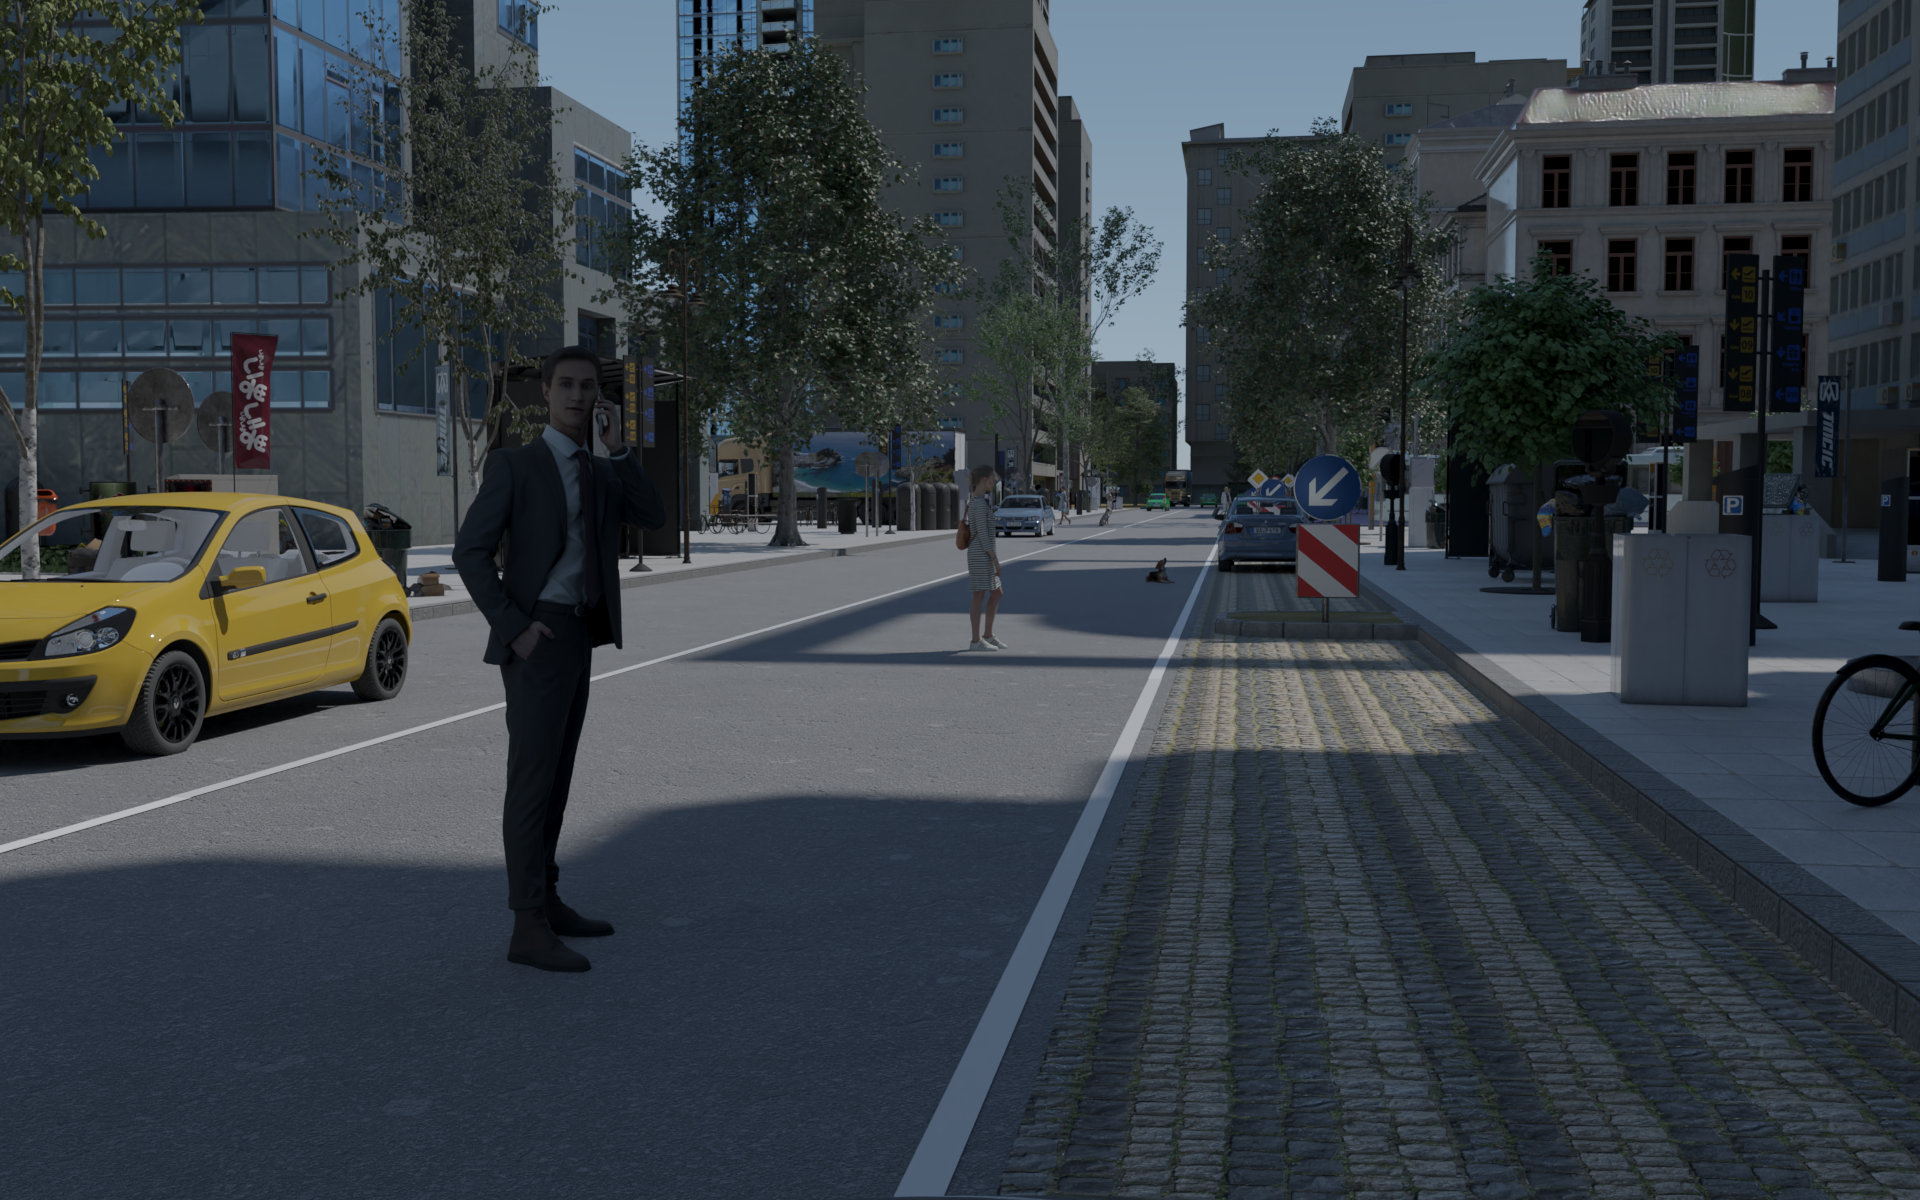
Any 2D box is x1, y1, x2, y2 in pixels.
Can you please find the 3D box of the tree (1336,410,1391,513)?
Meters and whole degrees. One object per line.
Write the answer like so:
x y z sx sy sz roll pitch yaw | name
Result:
26.412 -10.056 114.770 4.737 8.622 4.395 0 3 0 | tree

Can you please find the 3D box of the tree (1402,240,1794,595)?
7.514 -2.381 22.639 4.285 4.588 4.351 0 3 0 | tree

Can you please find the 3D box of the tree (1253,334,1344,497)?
20.275 -10.988 105.414 9.928 11.665 9.643 0 3 0 | tree

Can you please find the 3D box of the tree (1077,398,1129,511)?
10.527 -11.094 131.741 4.737 8.622 4.395 0 3 0 | tree

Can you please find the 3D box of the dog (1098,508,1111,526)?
6.317 -3.684 77.068 0.800 0.831 0.513 0 4 8 | dog

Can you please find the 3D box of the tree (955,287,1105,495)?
3.436 -9.906 87.720 9.928 11.665 9.643 0 3 0 | tree

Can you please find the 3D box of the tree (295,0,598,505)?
-6.835 -4.501 23.955 4.360 8.622 3.978 0 3 0 | tree

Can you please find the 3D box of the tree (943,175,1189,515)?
4.988 -15.218 104.701 12.611 20.169 13.585 0 3 0 | tree

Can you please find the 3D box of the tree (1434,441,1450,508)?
17.351 -4.120 61.969 1.663 3.219 1.824 0 3 0 | tree

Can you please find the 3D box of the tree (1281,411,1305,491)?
25.146 -11.054 131.088 4.737 8.622 4.395 0 3 0 | tree

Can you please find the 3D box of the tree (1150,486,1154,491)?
23.041 -13.448 214.478 1.663 3.219 1.824 0 3 0 | tree

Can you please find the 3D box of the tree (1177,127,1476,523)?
11.743 -8.422 54.701 9.611 12.733 9.660 0 3 0 | tree

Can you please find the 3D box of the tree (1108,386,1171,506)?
18.813 -16.178 182.640 7.486 12.596 7.792 0 3 0 | tree

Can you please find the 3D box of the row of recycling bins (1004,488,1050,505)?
4.317 -6.619 115.331 3.534 1.692 1.069 -1 4 -20 | row of recycling bins

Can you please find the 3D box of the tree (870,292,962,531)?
-1.768 -6.663 59.299 4.360 8.622 3.978 0 3 0 | tree

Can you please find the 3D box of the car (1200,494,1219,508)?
26.254 -10.618 182.407 1.959 1.807 4.718 1 4 9 | car

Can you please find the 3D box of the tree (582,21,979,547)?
-4.352 -7.680 42.570 9.611 12.733 9.660 0 3 0 | tree

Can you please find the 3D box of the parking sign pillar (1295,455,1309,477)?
23.520 -7.919 117.943 1.447 3.967 1.447 -1 4 -12 | parking sign pillar

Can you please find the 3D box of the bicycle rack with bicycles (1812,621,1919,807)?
4.896 0.401 6.829 2.925 0.926 2.852 0 4 4 | bicycle rack with bicycles

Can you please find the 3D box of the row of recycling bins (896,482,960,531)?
-1.064 -3.337 61.673 1.069 1.692 3.534 2 4 31 | row of recycling bins

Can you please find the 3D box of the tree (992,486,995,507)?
2.776 -8.909 140.270 1.663 3.219 1.824 0 3 0 | tree

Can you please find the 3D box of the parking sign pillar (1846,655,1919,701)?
6.506 -1.379 11.016 1.447 3.967 1.447 2 4 25 | parking sign pillar

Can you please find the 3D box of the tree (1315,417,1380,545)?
10.044 -3.019 43.961 1.663 3.219 1.824 0 3 0 | tree

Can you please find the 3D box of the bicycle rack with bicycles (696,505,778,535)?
-7.292 -2.590 55.736 2.852 0.926 2.925 3 5 43 | bicycle rack with bicycles

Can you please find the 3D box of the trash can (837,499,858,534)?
-3.612 -2.684 55.541 0.748 1.137 0.748 0 3 0 | trash can

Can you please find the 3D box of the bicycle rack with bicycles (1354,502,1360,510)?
31.514 -7.739 139.910 2.852 0.926 2.925 -3 5 -41 | bicycle rack with bicycles

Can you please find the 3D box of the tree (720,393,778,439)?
-10.959 -8.649 91.769 4.737 8.622 4.395 0 3 0 | tree

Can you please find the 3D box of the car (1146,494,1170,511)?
16.647 -8.362 145.509 1.959 1.807 4.718 1 4 10 | car

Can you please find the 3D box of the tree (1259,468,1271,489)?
33.679 -12.571 189.250 4.285 4.588 4.351 0 3 0 | tree

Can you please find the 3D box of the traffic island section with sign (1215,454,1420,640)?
3.662 -0.571 17.967 1.989 1.847 2.006 1 4 9 | traffic island section with sign

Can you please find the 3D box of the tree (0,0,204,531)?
-8.243 -3.934 14.687 4.737 8.622 4.395 0 3 0 | tree

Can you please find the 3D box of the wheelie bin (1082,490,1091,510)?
10.042 -7.905 137.150 0.980 1.594 0.693 3 4 38 | wheelie bin

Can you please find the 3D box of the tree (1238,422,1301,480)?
28.657 -14.597 156.792 7.486 12.596 7.792 0 3 0 | tree

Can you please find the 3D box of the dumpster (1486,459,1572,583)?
8.553 -1.216 25.636 1.264 1.857 1.865 1 4 9 | dumpster

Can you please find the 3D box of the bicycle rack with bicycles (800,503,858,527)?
-5.332 -3.403 69.015 2.852 0.926 2.925 0 4 -4 | bicycle rack with bicycles

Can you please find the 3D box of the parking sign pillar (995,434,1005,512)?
1.791 -5.488 78.201 1.447 3.967 1.447 0 4 2 | parking sign pillar

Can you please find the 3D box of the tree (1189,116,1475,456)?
18.684 -14.012 84.993 12.611 20.169 13.585 0 3 0 | tree

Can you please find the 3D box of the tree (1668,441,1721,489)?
22.812 -3.624 53.857 1.663 3.219 1.824 0 3 0 | tree

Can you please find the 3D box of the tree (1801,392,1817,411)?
26.428 -4.353 54.879 4.285 4.588 4.351 0 3 0 | tree

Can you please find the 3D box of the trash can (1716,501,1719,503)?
15.859 -1.455 35.436 0.748 1.137 0.748 0 3 0 | trash can

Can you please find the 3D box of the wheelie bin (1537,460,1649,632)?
5.912 -0.507 16.192 0.980 1.594 0.693 1 4 17 | wheelie bin

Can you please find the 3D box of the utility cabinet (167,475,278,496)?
-8.557 -0.701 20.145 0.318 1.500 1.173 3 5 41 | utility cabinet

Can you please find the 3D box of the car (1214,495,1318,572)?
5.825 -1.280 32.933 2.014 1.417 4.499 1 4 10 | car

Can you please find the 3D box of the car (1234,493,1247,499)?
27.437 -9.677 167.022 1.959 1.807 4.718 1 4 9 | car

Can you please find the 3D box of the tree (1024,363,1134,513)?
8.605 -11.338 119.788 7.601 10.594 8.767 2 4 30 | tree

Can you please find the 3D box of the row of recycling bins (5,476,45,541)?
-22.344 -1.926 38.595 3.534 1.692 1.069 -2 4 -24 | row of recycling bins

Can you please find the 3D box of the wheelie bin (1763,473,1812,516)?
12.638 -1.149 26.702 0.693 1.594 0.980 -2 4 -32 | wheelie bin

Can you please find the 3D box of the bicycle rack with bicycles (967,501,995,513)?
1.413 -4.738 90.847 2.925 0.926 2.852 1 4 23 | bicycle rack with bicycles

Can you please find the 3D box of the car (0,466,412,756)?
-4.973 -0.035 10.790 2.015 1.641 3.980 0 4 8 | car

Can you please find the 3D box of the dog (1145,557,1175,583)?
3.268 -0.487 28.160 0.550 0.427 0.748 1 4 15 | dog

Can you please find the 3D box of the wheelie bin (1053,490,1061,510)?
7.906 -8.090 140.186 0.693 1.594 0.980 -3 4 -36 | wheelie bin

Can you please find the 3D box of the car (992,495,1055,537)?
2.161 -2.862 58.802 2.014 1.417 4.499 1 4 11 | car

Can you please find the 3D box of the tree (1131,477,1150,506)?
19.722 -12.043 191.509 1.663 3.219 1.824 0 3 0 | tree
